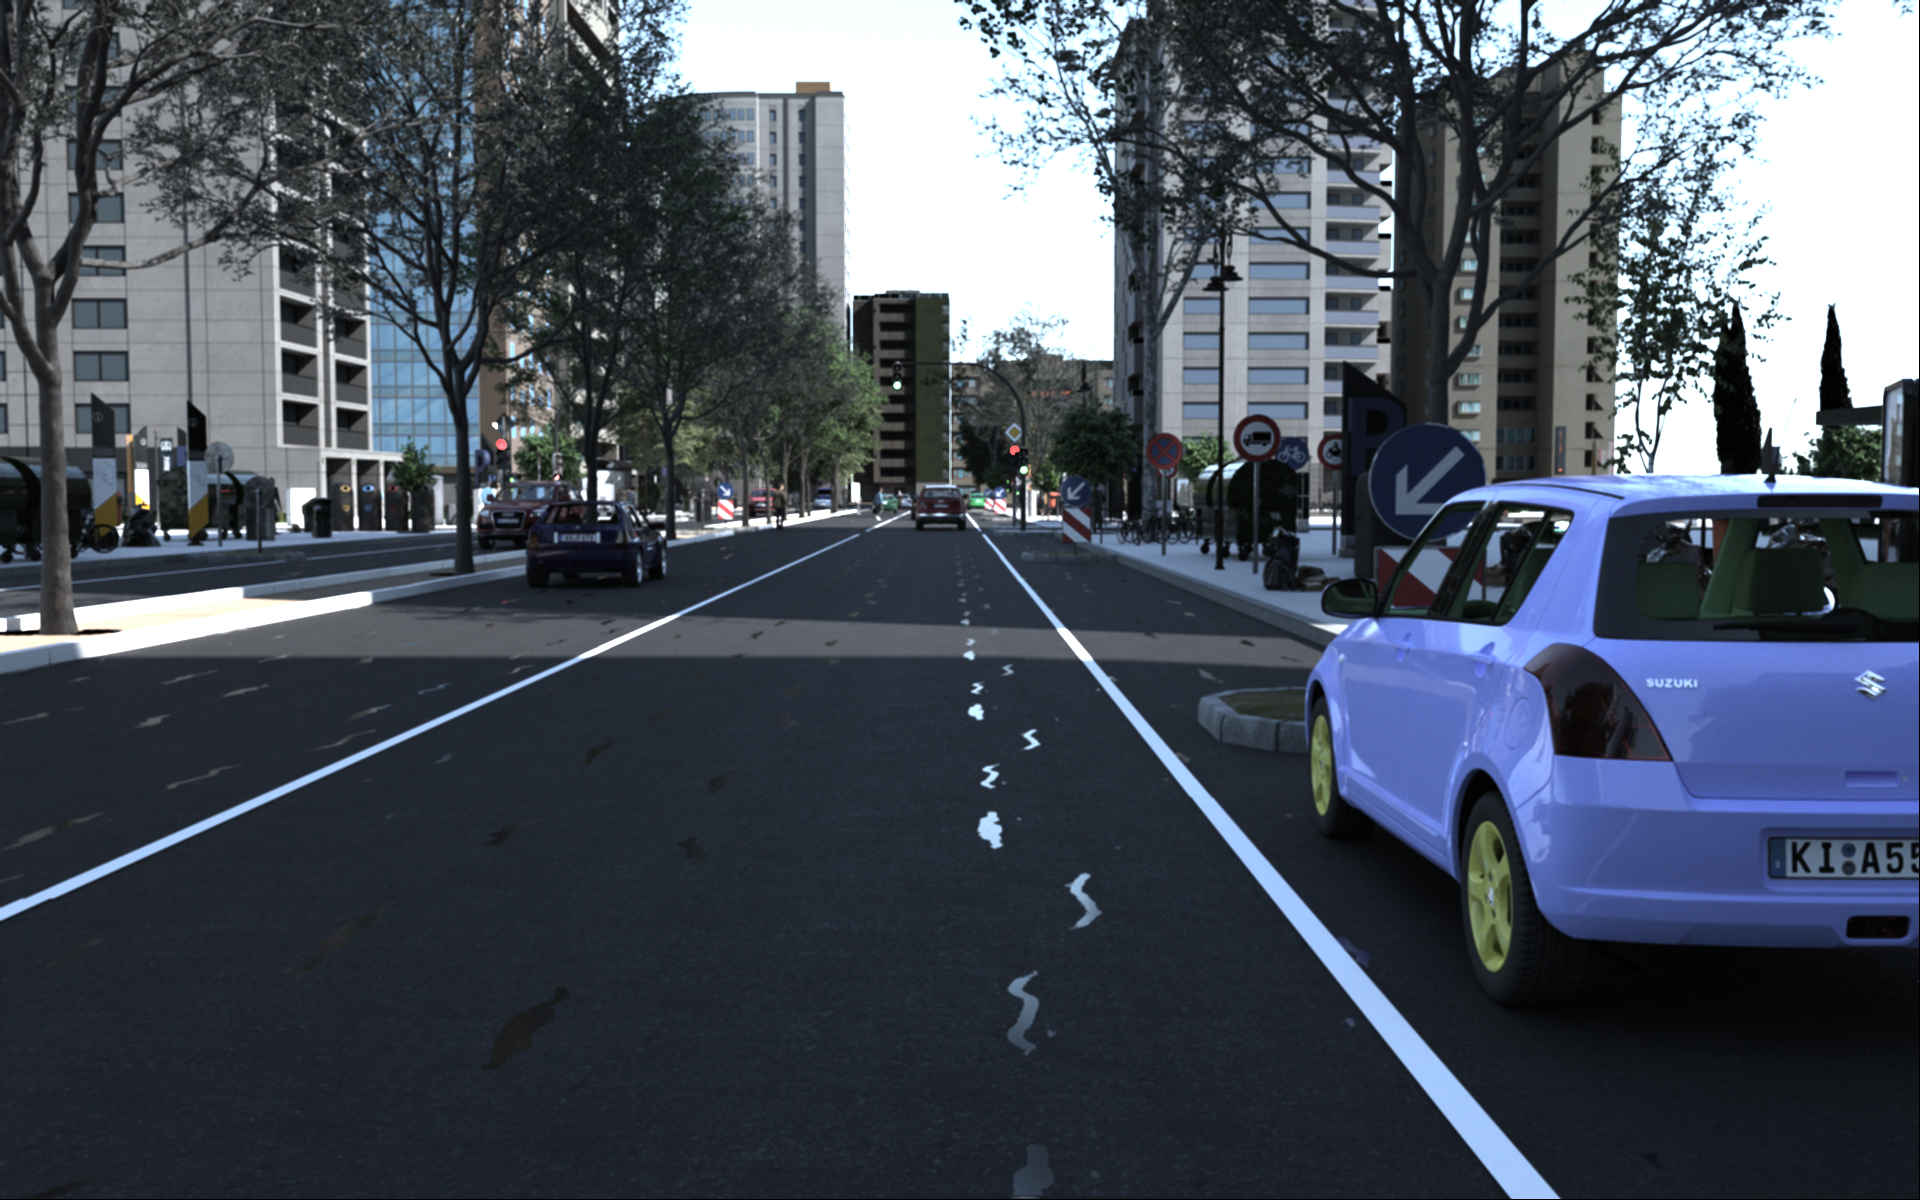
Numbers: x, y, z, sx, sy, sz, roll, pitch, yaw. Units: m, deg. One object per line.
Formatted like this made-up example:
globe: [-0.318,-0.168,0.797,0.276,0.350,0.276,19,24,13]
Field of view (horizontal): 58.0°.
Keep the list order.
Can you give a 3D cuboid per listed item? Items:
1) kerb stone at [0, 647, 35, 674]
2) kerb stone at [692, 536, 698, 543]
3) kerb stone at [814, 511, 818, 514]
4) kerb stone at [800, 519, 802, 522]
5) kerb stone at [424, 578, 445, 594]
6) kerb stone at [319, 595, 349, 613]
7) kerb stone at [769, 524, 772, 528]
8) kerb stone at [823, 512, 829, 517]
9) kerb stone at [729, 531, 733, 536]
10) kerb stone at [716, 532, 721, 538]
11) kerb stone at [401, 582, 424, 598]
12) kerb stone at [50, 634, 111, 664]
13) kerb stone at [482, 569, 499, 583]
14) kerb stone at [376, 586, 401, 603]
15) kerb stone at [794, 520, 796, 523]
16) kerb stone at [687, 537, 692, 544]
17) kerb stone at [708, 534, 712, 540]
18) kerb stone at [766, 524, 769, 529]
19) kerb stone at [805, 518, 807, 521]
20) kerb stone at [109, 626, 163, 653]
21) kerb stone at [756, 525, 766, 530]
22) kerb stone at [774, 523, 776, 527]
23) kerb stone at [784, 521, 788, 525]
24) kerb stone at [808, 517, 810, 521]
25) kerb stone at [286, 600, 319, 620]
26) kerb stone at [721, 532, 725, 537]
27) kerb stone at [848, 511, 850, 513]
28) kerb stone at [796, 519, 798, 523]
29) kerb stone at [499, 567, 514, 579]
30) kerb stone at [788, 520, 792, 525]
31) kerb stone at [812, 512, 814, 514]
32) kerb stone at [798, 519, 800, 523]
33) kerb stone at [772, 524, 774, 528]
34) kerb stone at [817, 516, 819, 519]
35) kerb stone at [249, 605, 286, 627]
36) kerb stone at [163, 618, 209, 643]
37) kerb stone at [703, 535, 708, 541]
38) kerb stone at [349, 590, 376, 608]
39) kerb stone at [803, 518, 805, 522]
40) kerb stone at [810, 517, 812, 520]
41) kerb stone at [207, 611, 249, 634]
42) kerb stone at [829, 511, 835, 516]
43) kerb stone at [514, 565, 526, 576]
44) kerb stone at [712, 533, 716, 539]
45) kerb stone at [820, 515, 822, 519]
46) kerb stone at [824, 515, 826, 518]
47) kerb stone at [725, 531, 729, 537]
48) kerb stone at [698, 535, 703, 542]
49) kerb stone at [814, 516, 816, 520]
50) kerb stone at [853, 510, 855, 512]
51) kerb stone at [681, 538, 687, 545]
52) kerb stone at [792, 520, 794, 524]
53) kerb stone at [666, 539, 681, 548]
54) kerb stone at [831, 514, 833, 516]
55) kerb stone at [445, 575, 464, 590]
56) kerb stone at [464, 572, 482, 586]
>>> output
kerb stone: [-7.708,0.498,14.046,0.120,0.150,1.000,0,4,0]
kerb stone: [-7.931,-1.758,50.957,0.120,0.150,1.000,0,4,0]
kerb stone: [-10.456,-6.243,124.272,0.120,0.150,1.000,0,4,0]
kerb stone: [-8.136,-3.922,86.410,0.120,0.150,1.000,0,4,0]
kerb stone: [-7.775,-0.189,25.317,0.120,0.150,1.000,0,4,0]
kerb stone: [-7.746,0.063,21.211,0.120,0.150,1.000,0,4,0]
kerb stone: [-8.047,-3.048,72.030,0.120,0.150,1.000,0,4,0]
kerb stone: [-8.252,-5.118,105.878,0.120,0.150,1.000,0,4,0]
kerb stone: [-7.974,-2.257,59.144,0.120,0.150,1.000,0,4,0]
kerb stone: [-7.962,-2.069,56.069,0.120,0.150,1.000,0,4,0]
kerb stone: [-7.772,-0.119,24.292,0.120,0.150,1.000,0,4,0]
kerb stone: [-7.712,0.436,15.072,0.120,0.150,1.000,0,4,0]
kerb stone: [-7.792,-0.378,28.387,0.120,0.150,1.000,0,4,0]
kerb stone: [-7.764,-0.061,23.267,0.120,0.150,1.000,0,4,0]
kerb stone: [-8.116,-3.738,83.316,0.120,0.150,1.000,0,4,0]
kerb stone: [-7.923,-1.696,49.930,0.120,0.150,1.000,0,4,0]
kerb stone: [-7.946,-1.945,54.025,0.120,0.150,1.000,0,4,0]
kerb stone: [-8.040,-2.985,71.002,0.120,0.150,1.000,0,4,0]
kerb stone: [-8.156,-4.116,89.485,0.120,0.150,1.000,0,4,0]
kerb stone: [-7.719,0.373,16.094,0.120,0.150,1.000,0,4,0]
kerb stone: [-8.041,-2.920,69.962,0.120,0.150,1.000,0,4,0]
kerb stone: [-8.063,-3.173,74.084,0.120,0.150,1.000,0,4,0]
kerb stone: [-8.087,-3.484,79.217,0.120,0.150,1.000,0,4,0]
kerb stone: [-8.166,-4.241,91.537,0.120,0.150,1.000,0,4,0]
kerb stone: [-7.742,0.123,20.187,0.120,0.150,1.000,0,4,0]
kerb stone: [-7.955,-2.135,57.100,0.120,0.150,1.000,0,4,0]
kerb stone: [-8.375,-6.436,127.422,0.120,0.150,1.000,0,4,0]
kerb stone: [-8.119,-3.801,84.342,0.120,0.150,1.000,0,4,0]
kerb stone: [-7.801,-0.440,29.421,0.120,0.150,1.000,0,4,0]
kerb stone: [-8.101,-3.613,81.268,0.120,0.150,1.000,0,4,0]
kerb stone: [-10.432,-5.993,120.173,0.120,0.150,1.000,0,4,0]
kerb stone: [-8.129,-3.865,85.380,0.120,0.150,1.000,0,4,0]
kerb stone: [-8.058,-3.111,73.062,0.120,0.150,1.000,0,4,0]
kerb stone: [-8.198,-4.617,97.678,0.120,0.150,1.000,0,4,0]
kerb stone: [-7.736,0.185,19.165,0.120,0.150,1.000,0,4,0]
kerb stone: [-7.723,0.314,17.116,0.120,0.150,1.000,0,4,0]
kerb stone: [-7.931,-1.884,53.003,0.120,0.150,1.000,0,4,0]
kerb stone: [-7.754,0.001,22.233,0.120,0.150,1.000,0,4,0]
kerb stone: [-8.143,-4.051,88.455,0.120,0.150,1.000,0,4,0]
kerb stone: [-8.169,-4.304,92.564,0.120,0.150,1.000,0,4,0]
kerb stone: [-7.737,0.248,18.143,0.120,0.150,1.000,0,4,0]
kerb stone: [-8.275,-5.432,111.004,0.120,0.150,1.000,0,4,0]
kerb stone: [-7.810,-0.504,30.443,0.120,0.150,1.000,0,4,0]
kerb stone: [-7.949,-2.009,55.047,0.120,0.150,1.000,0,4,0]
kerb stone: [-8.209,-4.738,99.726,0.120,0.150,1.000,0,4,0]
kerb stone: [-8.227,-4.921,102.795,0.120,0.150,1.000,0,4,0]
kerb stone: [-7.968,-2.197,58.122,0.120,0.150,1.000,0,4,0]
kerb stone: [-7.926,-1.818,51.982,0.120,0.150,1.000,0,4,0]
kerb stone: [-8.196,-4.492,95.634,0.120,0.150,1.000,0,4,0]
kerb stone: [-8.410,-6.808,133.569,0.120,0.150,1.000,0,4,0]
kerb stone: [-7.910,-1.627,48.904,0.120,0.150,1.000,0,4,0]
kerb stone: [-8.111,-3.672,82.293,0.120,0.150,1.000,0,4,0]
kerb stone: [-7.908,-1.571,47.882,0.120,0.150,1.000,0,4,0]
kerb stone: [-8.271,-5.307,108.958,0.120,0.150,1.000,0,4,0]
kerb stone: [-7.784,-0.254,26.342,0.120,0.150,1.000,0,4,0]
kerb stone: [-7.789,-0.316,27.364,0.120,0.150,1.000,0,4,0]
